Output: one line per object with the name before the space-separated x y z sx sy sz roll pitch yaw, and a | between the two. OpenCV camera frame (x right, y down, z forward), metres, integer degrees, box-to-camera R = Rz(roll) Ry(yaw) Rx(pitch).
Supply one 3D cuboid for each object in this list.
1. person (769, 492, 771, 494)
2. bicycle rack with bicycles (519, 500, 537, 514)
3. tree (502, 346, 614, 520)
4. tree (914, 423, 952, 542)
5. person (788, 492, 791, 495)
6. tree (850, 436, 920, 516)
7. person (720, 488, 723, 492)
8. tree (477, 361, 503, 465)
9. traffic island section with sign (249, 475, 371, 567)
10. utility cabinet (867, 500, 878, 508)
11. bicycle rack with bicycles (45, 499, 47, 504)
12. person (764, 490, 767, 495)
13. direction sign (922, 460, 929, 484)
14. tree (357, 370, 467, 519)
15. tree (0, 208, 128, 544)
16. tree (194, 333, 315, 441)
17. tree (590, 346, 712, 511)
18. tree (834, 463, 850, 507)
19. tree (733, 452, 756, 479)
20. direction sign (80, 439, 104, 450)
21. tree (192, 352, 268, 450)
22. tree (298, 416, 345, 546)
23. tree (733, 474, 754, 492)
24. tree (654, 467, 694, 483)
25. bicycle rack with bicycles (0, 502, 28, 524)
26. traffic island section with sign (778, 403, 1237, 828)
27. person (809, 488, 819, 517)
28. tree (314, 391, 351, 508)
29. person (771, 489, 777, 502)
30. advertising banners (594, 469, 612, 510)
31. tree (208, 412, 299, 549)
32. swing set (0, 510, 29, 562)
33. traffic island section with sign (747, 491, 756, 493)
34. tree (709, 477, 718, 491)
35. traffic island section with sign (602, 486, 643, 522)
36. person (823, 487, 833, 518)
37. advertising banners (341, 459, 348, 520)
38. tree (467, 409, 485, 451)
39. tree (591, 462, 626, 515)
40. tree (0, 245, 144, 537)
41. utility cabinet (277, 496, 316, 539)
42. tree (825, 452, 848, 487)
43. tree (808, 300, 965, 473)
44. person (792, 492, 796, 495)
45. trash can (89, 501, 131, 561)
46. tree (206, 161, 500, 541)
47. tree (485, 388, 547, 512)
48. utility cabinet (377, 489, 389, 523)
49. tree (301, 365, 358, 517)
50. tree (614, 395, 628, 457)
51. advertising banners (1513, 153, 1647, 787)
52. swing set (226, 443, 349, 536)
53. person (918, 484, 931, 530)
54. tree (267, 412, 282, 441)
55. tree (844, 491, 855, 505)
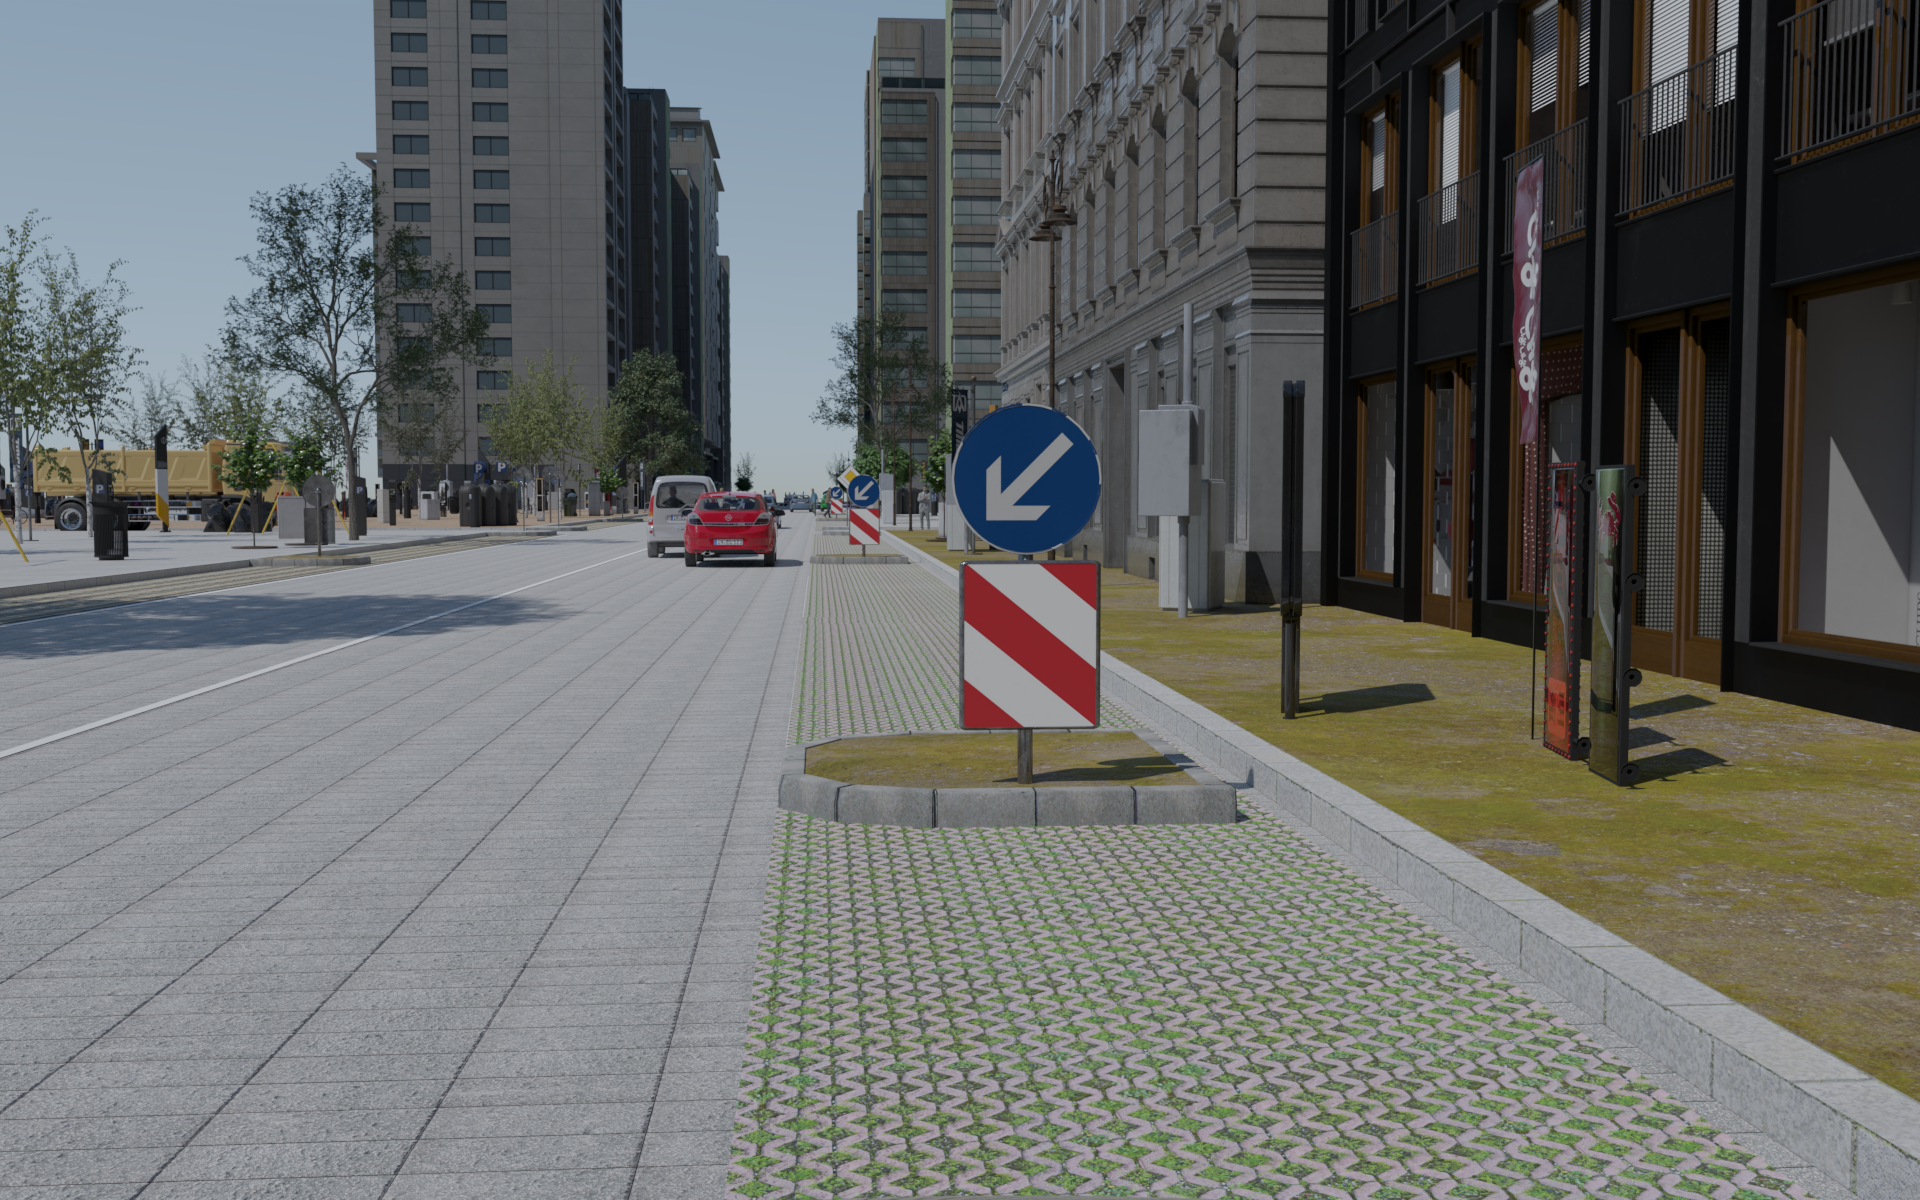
person | -27.748 -14.947 253.019 1.348 1.807 0.705 0 4 7
bicycle rack with bicycles | -27.582 -5.855 109.113 2.852 0.926 2.925 -2 4 -24
tree | -19.885 -8.297 86.022 4.737 8.622 4.395 0 3 0
tree | -0.203 -3.337 49.157 1.663 3.219 1.824 0 3 0
person | -22.907 -13.669 232.899 0.541 1.710 0.530 1 4 11
tree | -4.000 -7.178 101.075 4.285 4.588 4.351 0 3 0
person | -13.561 -5.466 98.219 0.624 1.780 0.694 -1 4 -22
tree | -23.304 -8.655 91.867 4.737 8.622 4.395 0 3 0
traffic island section with sign | -13.048 -1.612 34.978 1.989 1.847 2.006 0 4 -5
utility cabinet | -4.533 -4.995 90.345 0.318 1.500 1.173 -1 4 -17
bicycle rack with bicycles | -62.885 -6.472 119.192 2.852 0.926 2.925 -3 4 -39
person | -18.997 -9.781 168.425 0.705 1.824 1.348 -2 4 -26
direction sign | -2.250 -7.583 115.983 0.876 3.537 0.379 3 5 43
tree | -27.881 -8.439 88.344 4.360 8.622 3.978 0 3 0
tree | -23.991 -5.748 44.340 4.737 8.622 4.395 0 3 0
tree | -32.254 -7.818 78.180 4.737 8.622 4.395 0 3 0
tree | -24.047 -13.301 134.486 9.611 12.733 9.660 0 3 0
tree | -11.275 -11.930 178.774 4.285 4.588 4.351 0 3 0
tree | -36.293 -20.917 292.351 4.360 8.622 3.978 0 3 0
direction sign | -35.623 -4.842 71.166 0.876 3.537 0.379 -2 4 -31
tree | -38.865 -8.482 89.050 4.360 8.622 3.978 0 3 0
tree | -16.259 -2.982 43.362 1.663 3.219 1.824 0 3 0
tree | -35.497 -18.366 283.996 4.285 4.588 4.351 0 3 0
tree | -24.595 -10.122 149.205 4.285 4.588 4.351 0 3 0
bicycle rack with bicycles | -41.259 -3.634 72.794 2.925 0.926 2.852 1 4 9
traffic island section with sign | 0.129 0.017 8.343 1.989 1.847 2.006 0 4 -5
person | -9.174 -6.119 108.889 0.444 1.785 0.601 -3 5 -44
tree | -38.550 -9.358 103.362 4.737 8.622 4.395 0 3 0
person | -13.809 -7.325 128.275 0.388 1.821 0.555 2 4 31
advertising banners | -24.657 -7.671 121.612 2.074 3.025 0.090 -1 4 -21
tree | -16.681 -2.826 40.806 1.663 3.219 1.824 0 3 0
swing set | -18.492 -2.022 30.688 2.862 2.851 3.119 -1 4 -16
traffic island section with sign | -32.696 -16.386 276.535 1.989 1.847 2.006 0 4 -5
tree | -28.296 -12.296 195.647 1.663 3.219 1.824 0 3 0
traffic island section with sign | -17.505 -4.973 89.944 1.989 1.847 2.006 0 4 -5
person | -7.876 -5.831 103.746 0.656 1.842 0.836 3 5 39
advertising banners | -30.664 -5.511 86.292 0.090 3.025 2.074 -2 4 -27
tree | -38.803 -10.986 129.990 4.360 8.622 3.978 0 3 0
tree | -21.692 -6.763 105.177 1.663 3.219 1.824 0 3 0
tree | -25.824 -6.146 50.847 4.360 8.622 3.978 0 3 0
utility cabinet | -19.069 -2.364 49.818 1.020 1.237 0.306 -2 4 -25
tree | -20.754 -21.071 294.877 4.360 8.622 3.978 0 3 0
tree | -3.414 -9.056 82.473 8.767 10.594 7.601 2 4 25
person | -25.799 -15.984 269.865 1.348 1.821 0.705 -2 4 -29
trash can | -16.464 -1.341 33.578 0.748 1.137 0.748 0 3 0
tree | -16.742 -6.945 47.960 8.767 10.594 7.601 0 4 0
tree | -31.852 -10.734 125.856 4.360 8.622 3.978 0 3 0
utility cabinet | -25.424 -4.143 76.413 0.318 1.500 1.173 -2 4 -30
tree | -35.510 -9.086 98.920 4.360 8.622 3.978 0 3 0
tree | -26.029 -10.737 125.911 4.737 8.622 4.395 0 3 0
advertising banners | 2.962 -0.749 8.436 0.090 3.025 2.074 0 4 4
swing set | -21.311 -3.500 54.840 2.862 2.851 3.119 0 4 -1
person | -1.353 -3.489 65.724 0.511 1.800 0.466 0 3 0
tree | -48.849 -10.288 118.571 4.360 8.622 3.978 0 3 0
tree | -16.251 -15.643 250.365 1.663 3.219 1.824 0 3 0
